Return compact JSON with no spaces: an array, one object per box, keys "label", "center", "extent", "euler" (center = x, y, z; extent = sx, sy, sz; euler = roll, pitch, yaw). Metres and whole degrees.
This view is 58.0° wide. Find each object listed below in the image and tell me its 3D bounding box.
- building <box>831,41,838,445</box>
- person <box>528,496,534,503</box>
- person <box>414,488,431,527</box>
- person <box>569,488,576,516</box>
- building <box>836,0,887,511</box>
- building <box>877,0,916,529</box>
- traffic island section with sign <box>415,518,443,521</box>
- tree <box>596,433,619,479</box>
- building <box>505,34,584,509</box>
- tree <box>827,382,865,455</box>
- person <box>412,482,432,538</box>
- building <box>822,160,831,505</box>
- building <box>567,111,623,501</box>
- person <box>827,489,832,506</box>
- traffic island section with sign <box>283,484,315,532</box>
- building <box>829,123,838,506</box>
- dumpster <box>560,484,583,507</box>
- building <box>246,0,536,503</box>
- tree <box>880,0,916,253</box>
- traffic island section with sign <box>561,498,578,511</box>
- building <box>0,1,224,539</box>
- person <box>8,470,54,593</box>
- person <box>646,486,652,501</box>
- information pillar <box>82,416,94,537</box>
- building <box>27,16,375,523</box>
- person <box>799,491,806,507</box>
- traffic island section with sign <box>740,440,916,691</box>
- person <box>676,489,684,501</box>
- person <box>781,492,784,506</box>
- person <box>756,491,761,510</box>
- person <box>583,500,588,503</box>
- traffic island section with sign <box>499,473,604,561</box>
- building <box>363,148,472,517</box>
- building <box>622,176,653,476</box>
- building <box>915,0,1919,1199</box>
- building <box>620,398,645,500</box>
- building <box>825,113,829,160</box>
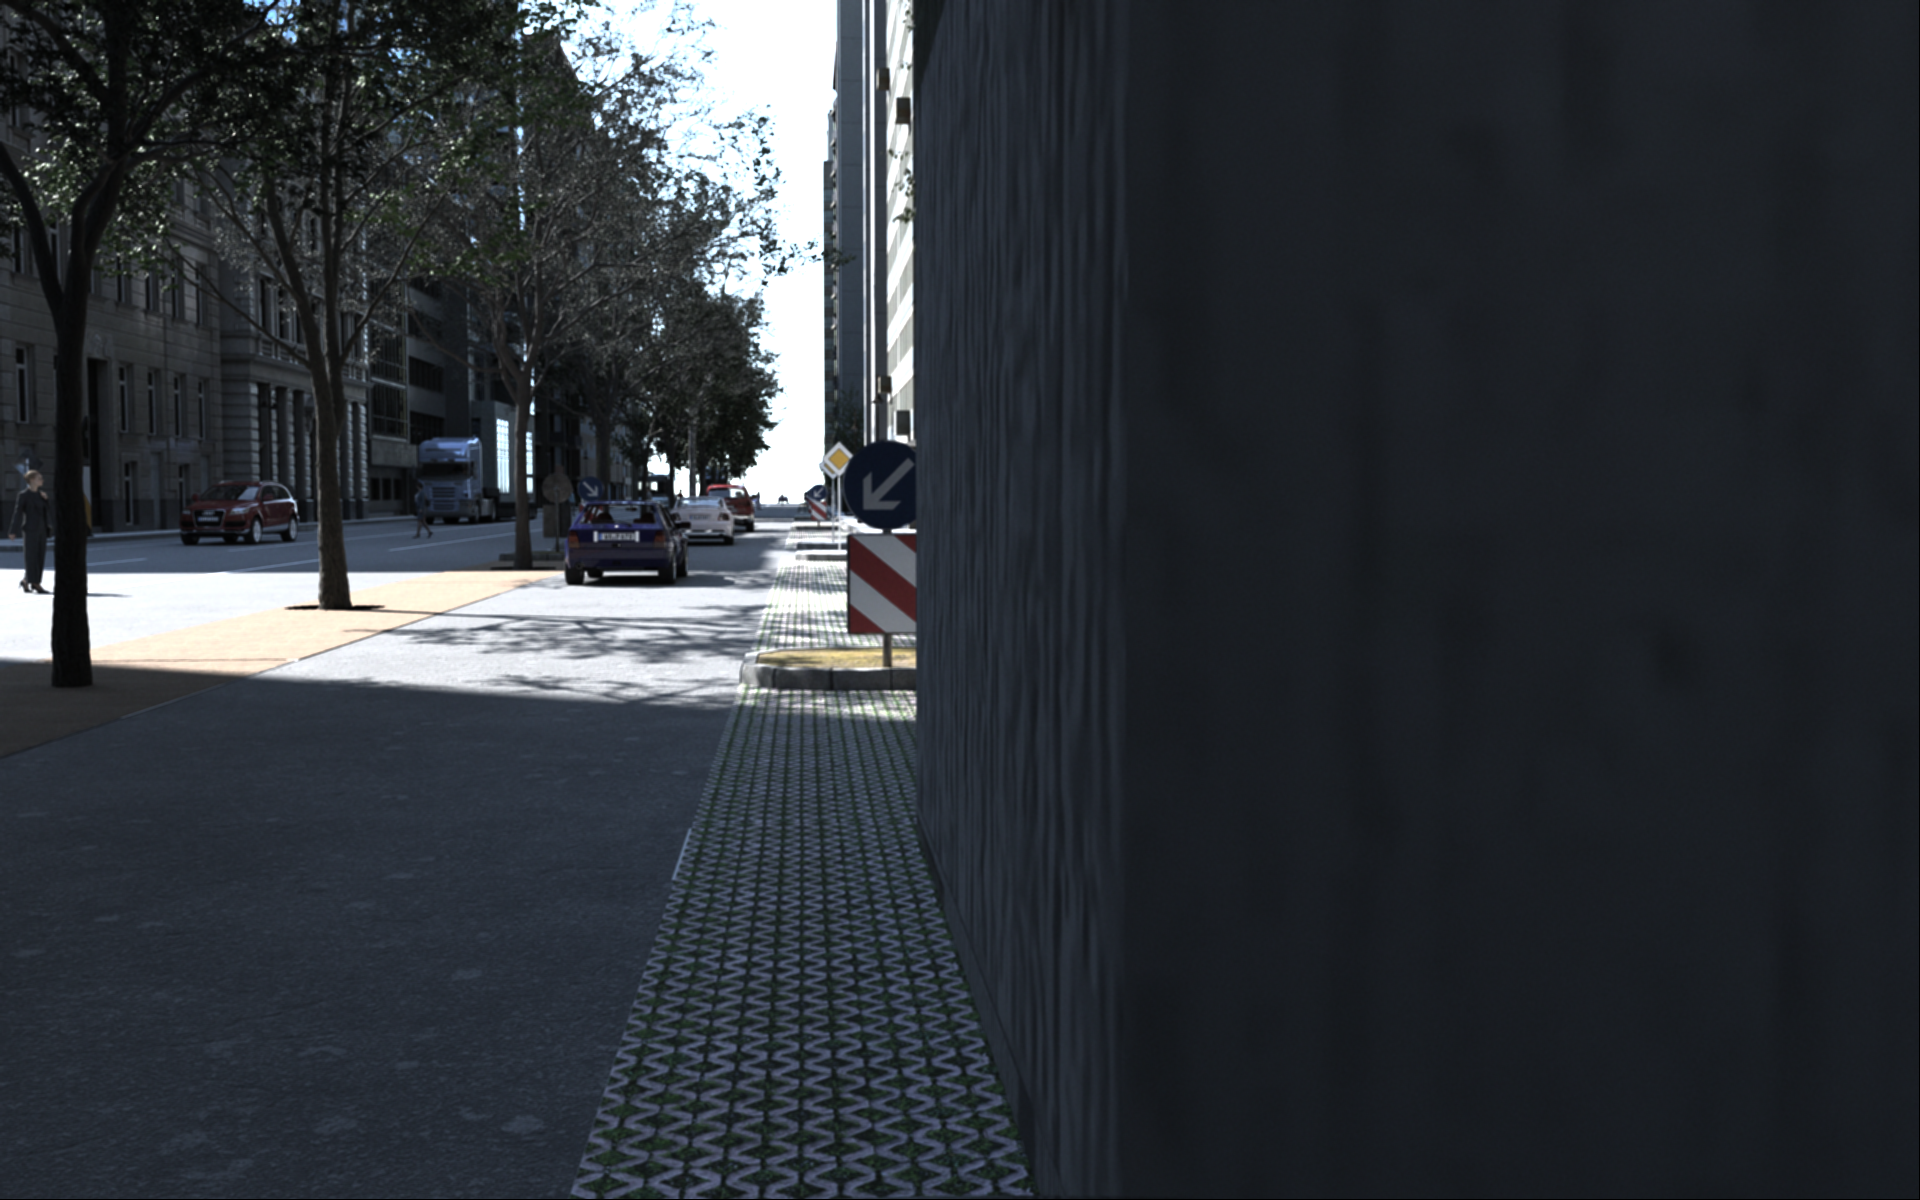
[{"label":"building","center":[-1.313,-31.417,168.298],"extent":[22.147,44.769,28.867],"euler":[0,4,-5]},{"label":"person","center":[-25.271,-5.461,102.073],"extent":[0.425,1.301,0.394],"euler":[-3,5,-44]},{"label":"person","center":[-23.359,-4.059,75.229],"extent":[0.716,1.782,0.532],"euler":[-2,4,-35]},{"label":"person","center":[-24.966,-6.290,111.209],"extent":[0.748,1.841,0.638],"euler":[2,4,32]},{"label":"building","center":[0.576,-36.541,139.446],"extent":[21.231,58.520,28.212],"euler":[0,4,-5]},{"label":"building","center":[9.441,-22.576,60.992],"extent":[23.993,40.220,32.217],"euler":[0,4,-5]},{"label":"traffic island section with sign","center":[-28.284,-5.204,93.716],"extent":[1.989,1.847,2.006],"euler":[0,4,-5]},{"label":"tree","center":[-40.619,-15.025,196.019],"extent":[4.360,8.622,3.978],"euler":[0,3,0]},{"label":"building","center":[-47.673,-31.063,162.500],"extent":[22.147,44.769,28.867],"euler":[0,4,-5]},{"label":"tree","center":[-6.812,-10.064,114.902],"extent":[4.737,8.622,4.395],"euler":[0,3,0]},{"label":"person","center":[-17.575,-2.939,56.576],"extent":[0.654,1.822,0.581],"euler":[-1,4,-16]},{"label":"building","center":[-9.991,-32.526,215.397],"extent":[14.154,41.232,14.086],"euler":[0,4,-5]},{"label":"building","center":[-48.450,-34.124,208.031],"extent":[14.600,45.320,14.200],"euler":[0,4,-5]},{"label":"person","center":[-13.863,-10.904,184.304],"extent":[0.705,1.826,1.348],"euler":[1,4,21]},{"label":"traffic island section with sign","center":[-25.777,-3.511,66.027],"extent":[1.989,1.847,2.006],"euler":[0,4,-5]},{"label":"building","center":[-6.699,-30.939,189.443],"extent":[14.154,41.232,14.086],"euler":[0,4,-5]},{"label":"dumpster","center":[-32.805,-8.636,146.145],"extent":[1.985,2.255,1.502],"euler":[0,4,-5]},{"label":"building","center":[-44.539,-50.077,131.424],"extent":[22.319,86.520,31.000],"euler":[0,4,-5]},{"label":"tree","center":[1.342,-4.266,20.104],"extent":[4.360,8.622,3.978],"euler":[0,3,0]},{"label":"traffic island section with sign","center":[-32.833,-8.273,143.896],"extent":[1.989,1.847,2.006],"euler":[0,4,-5]},{"label":"building","center":[-33.399,-15.752,54.813],"extent":[12.463,27.353,25.104],"euler":[0,4,-5]},{"label":"person","center":[-13.454,-0.987,25.062],"extent":[0.534,1.772,0.576],"euler":[0,4,-5]},{"label":"person","center":[-15.170,-4.598,83.870],"extent":[0.583,1.804,0.606],"euler":[-1,4,-23]},{"label":"information pillar","center":[-26.050,-3.684,51.594],"extent":[0.183,3.616,0.504],"euler":[0,4,-6]},{"label":"building","center":[-33.886,-15.204,77.460],"extent":[11.050,23.489,19.941],"euler":[0,4,-5]},{"label":"person","center":[-17.401,-11.320,194.261],"extent":[1.217,1.739,0.721],"euler":[0,4,-6]},{"label":"traffic island section with sign","center":[-0.705,-0.298,13.500],"extent":[1.989,1.847,2.006],"euler":[0,4,-5]},{"label":"person","center":[-20.020,-7.090,124.361],"extent":[0.705,1.831,1.348],"euler":[2,4,25]},{"label":"person","center":[-21.869,-12.477,213.417],"extent":[0.530,1.710,0.541],"euler":[2,4,34]},{"label":"person","center":[-18.616,-9.241,160.266],"extent":[0.621,1.740,0.551],"euler":[0,4,-6]},{"label":"person","center":[-32.488,-8.640,150.428],"extent":[0.621,1.740,0.551],"euler":[2,4,33]},{"label":"traffic island section with sign","center":[-8.884,-1.815,37.807],"extent":[2.006,1.907,1.989],"euler":[0,4,-5]},{"label":"building","center":[-38.727,-17.307,102.041],"extent":[14.314,24.678,30.058],"euler":[0,4,-5]},{"label":"building","center":[-57.736,-39.075,258.479],"extent":[23.786,49.044,30.456],"euler":[0,4,-5]},{"label":"building","center":[6.617,-14.522,9.133],"extent":[14.160,30.474,14.107],"euler":[0,4,-5]},{"label":"building","center":[-57.055,-23.519,229.577],"extent":[27.650,21.520,28.899],"euler":[0,4,-5]},{"label":"building","center":[-9.891,-44.287,266.092],"extent":[21.231,58.520,28.212],"euler":[0,4,-5]}]
